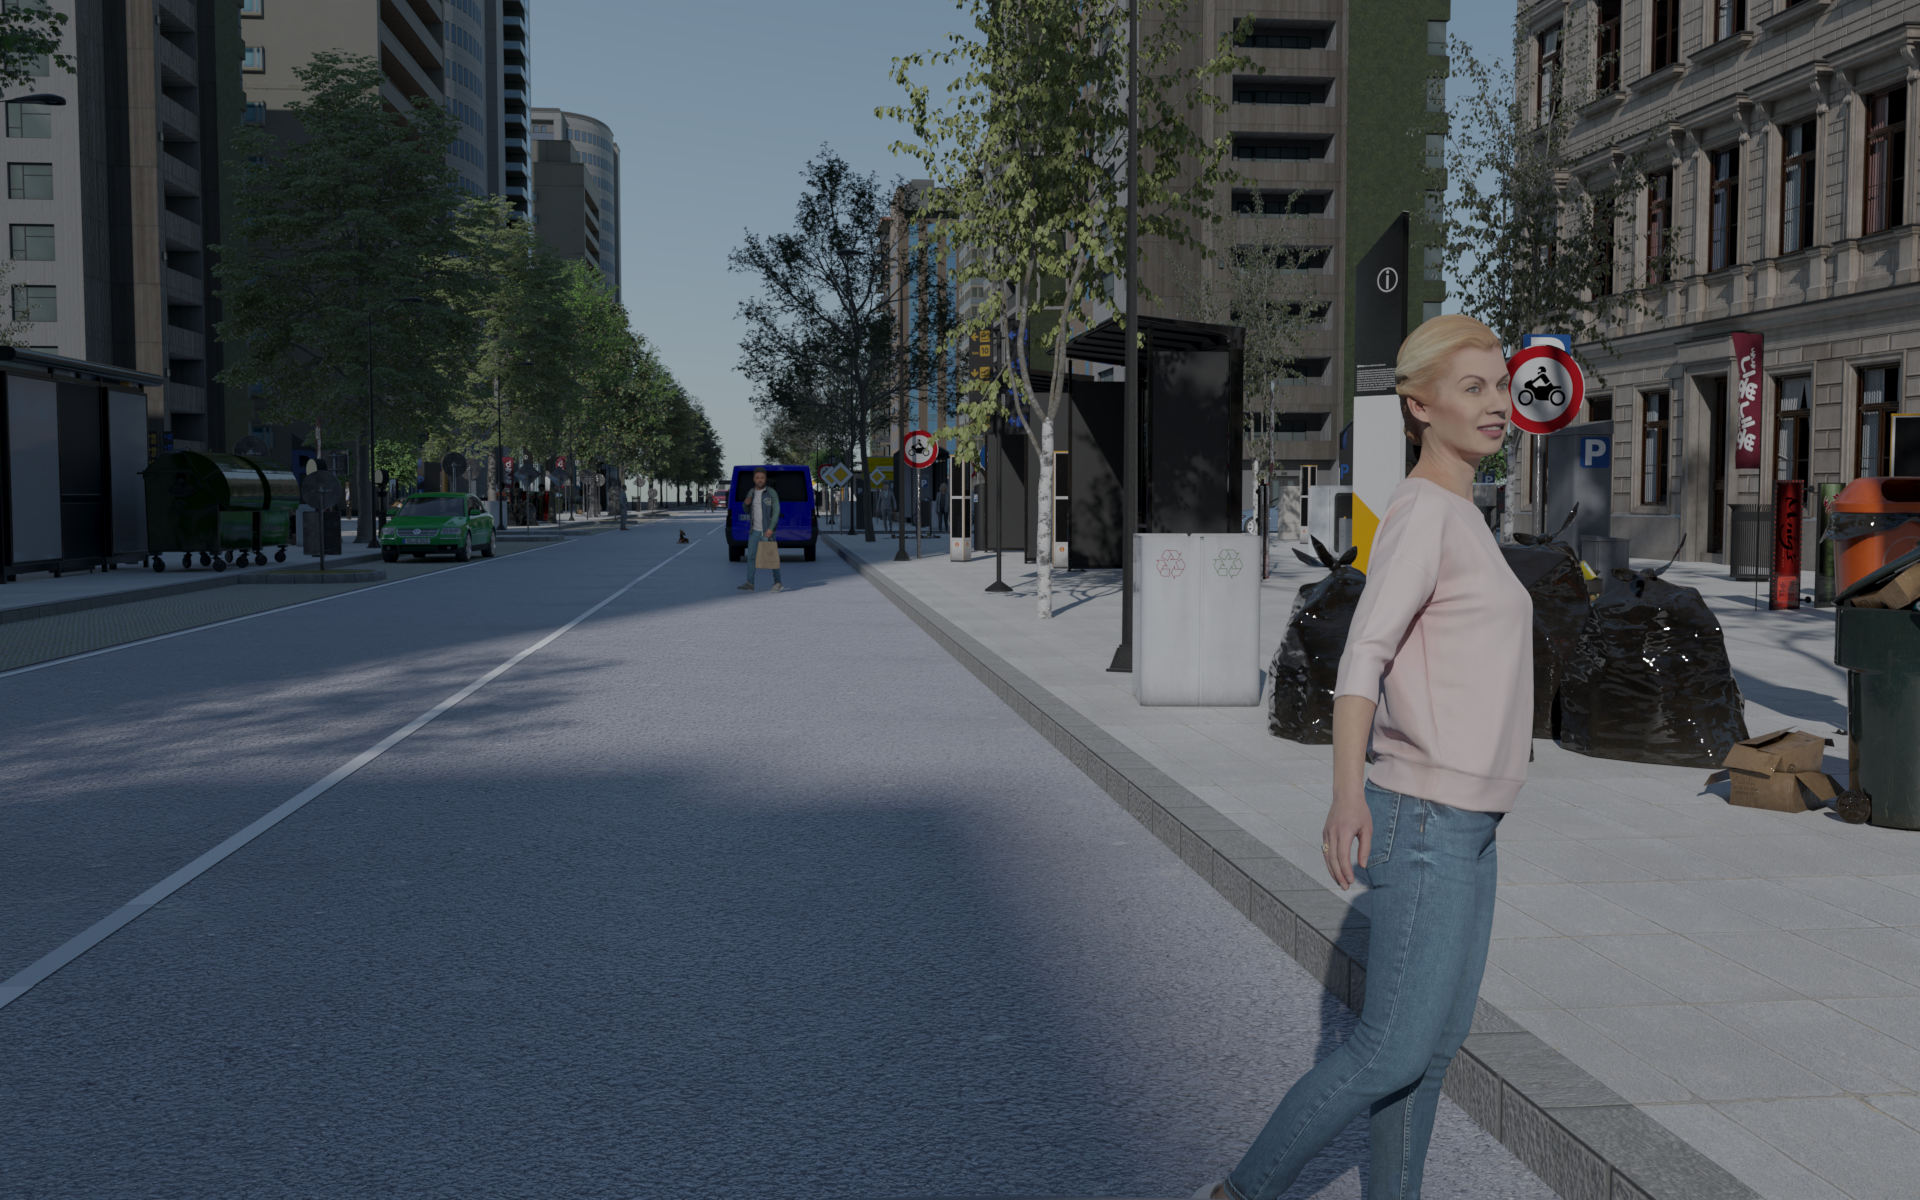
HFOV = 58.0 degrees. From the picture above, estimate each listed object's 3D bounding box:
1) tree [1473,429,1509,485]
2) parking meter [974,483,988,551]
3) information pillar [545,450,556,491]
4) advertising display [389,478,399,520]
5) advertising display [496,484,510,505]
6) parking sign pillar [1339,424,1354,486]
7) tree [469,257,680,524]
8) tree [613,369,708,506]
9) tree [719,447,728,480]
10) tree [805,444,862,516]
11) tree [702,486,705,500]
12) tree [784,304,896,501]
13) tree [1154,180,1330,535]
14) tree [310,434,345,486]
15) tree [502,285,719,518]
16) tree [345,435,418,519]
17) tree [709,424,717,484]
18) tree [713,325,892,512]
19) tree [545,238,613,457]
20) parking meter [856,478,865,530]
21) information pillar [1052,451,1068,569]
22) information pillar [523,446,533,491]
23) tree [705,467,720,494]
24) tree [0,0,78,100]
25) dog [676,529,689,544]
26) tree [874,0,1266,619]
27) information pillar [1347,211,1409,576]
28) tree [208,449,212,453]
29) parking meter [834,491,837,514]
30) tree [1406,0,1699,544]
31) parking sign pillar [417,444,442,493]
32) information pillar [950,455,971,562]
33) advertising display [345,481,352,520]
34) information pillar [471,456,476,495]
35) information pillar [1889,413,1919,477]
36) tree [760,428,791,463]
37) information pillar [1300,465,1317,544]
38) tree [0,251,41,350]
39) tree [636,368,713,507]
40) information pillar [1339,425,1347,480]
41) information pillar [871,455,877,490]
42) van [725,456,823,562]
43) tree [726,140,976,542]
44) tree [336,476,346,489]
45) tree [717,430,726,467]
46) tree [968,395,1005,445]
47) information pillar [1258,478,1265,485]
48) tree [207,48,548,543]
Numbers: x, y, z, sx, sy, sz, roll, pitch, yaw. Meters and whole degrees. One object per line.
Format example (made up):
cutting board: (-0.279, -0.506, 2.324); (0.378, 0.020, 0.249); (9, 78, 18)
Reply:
tree: (22.635, -5.604, 75.336); (4.285, 4.588, 4.351); (0, 3, 0)
parking meter: (0.499, -1.880, 39.157); (0.372, 1.533, 0.369); (0, 3, 0)
information pillar: (-19.567, -5.586, 82.684); (0.504, 3.616, 0.183); (-1, 4, -16)
advertising display: (-23.369, -4.056, 71.531); (0.123, 1.923, 0.974); (-2, 4, -34)
advertising display: (-28.741, -6.335, 108.792); (0.974, 1.923, 0.123); (0, 4, 4)
parking sign pillar: (11.389, -3.710, 49.130); (1.447, 3.967, 1.447); (-2, 4, -31)
tree: (-17.707, -9.154, 75.419); (9.928, 11.665, 9.643); (0, 3, 0)
tree: (-26.155, -14.120, 148.987); (7.486, 12.596, 7.792); (0, 3, 0)
tree: (-33.090, -18.011, 211.490); (9.611, 12.733, 9.660); (0, 3, 0)
tree: (-7.596, -7.353, 103.938); (4.285, 4.588, 4.351); (0, 3, 0)
tree: (-38.138, -18.827, 258.188); (4.360, 8.622, 3.978); (0, 3, 0)
tree: (-4.599, -7.075, 66.047); (4.360, 8.622, 3.978); (0, 3, 0)
tree: (6.642, -5.469, 39.776); (4.360, 8.622, 3.978); (0, 3, 0)
tree: (-34.817, -6.835, 95.460); (4.285, 4.588, 4.351); (0, 3, 0)
tree: (-20.045, -10.823, 93.959); (9.611, 12.733, 9.660); (0, 3, 0)
tree: (-29.292, -6.476, 89.598); (4.285, 4.588, 4.351); (0, 3, 0)
tree: (-31.865, -16.824, 193.192); (7.486, 12.596, 7.792); (0, 3, 0)
tree: (-9.616, -13.004, 122.978); (12.009, 13.543, 11.850); (0, 3, 0)
tree: (-17.526, -9.053, 66.138); (7.486, 12.596, 7.792); (0, 3, 0)
parking meter: (-3.532, -3.474, 62.508); (0.399, 1.863, 0.255); (2, 4, 26)
information pillar: (1.742, -1.546, 29.767); (0.304, 2.012, 0.304); (0, 4, -2)
information pillar: (-20.828, -5.636, 83.509); (0.504, 3.616, 0.183); (1, 4, 14)
tree: (-39.536, -19.625, 271.227); (4.737, 8.622, 4.395); (0, 3, 0)
tree: (-11.006, -5.367, 13.511); (9.928, 11.665, 9.643); (0, 3, 0)
dog: (-8.121, -1.845, 50.366); (0.550, 0.427, 0.748); (1, 4, 13)
tree: (0.971, -4.127, 17.840); (4.737, 8.622, 4.395); (0, 3, 0)
information pillar: (3.549, -1.422, 14.602); (0.183, 3.616, 0.504); (-3, 5, -41)
tree: (-31.650, -4.819, 73.391); (1.663, 3.219, 1.824); (0, 3, 0)
parking meter: (-8.022, -6.231, 110.287); (0.372, 1.533, 0.369); (0, 3, 0)
tree: (8.508, -4.626, 25.996); (4.360, 8.622, 3.978); (0, 3, 0)
parking sign pillar: (-29.237, -6.591, 96.242); (1.447, 3.967, 1.447); (1, 4, 10)
information pillar: (0.015, -1.722, 32.646); (0.304, 2.012, 0.304); (2, 4, 29)
advertising display: (-30.646, -4.991, 86.815); (0.123, 1.923, 0.974); (-2, 4, -30)
information pillar: (-29.837, -7.015, 106.045); (0.183, 3.616, 0.504); (2, 4, 34)
information pillar: (8.691, -0.698, 15.907); (0.304, 2.012, 0.304); (2, 4, 28)
tree: (-23.506, -19.141, 238.702); (9.928, 11.665, 9.643); (0, 3, 0)
information pillar: (8.908, -2.434, 44.290); (0.304, 2.012, 0.304); (-3, 4, -38)
tree: (-24.580, -5.580, 41.591); (4.360, 8.622, 3.978); (0, 3, 0)
tree: (-29.228, -15.799, 168.685); (12.009, 13.543, 11.850); (0, 3, 0)
information pillar: (12.228, -3.885, 54.872); (0.504, 3.616, 0.183); (-2, 4, -27)
information pillar: (-5.192, -6.879, 103.827); (0.504, 3.616, 0.183); (1, 4, 16)
van: (-4.154, -2.088, 38.517); (2.240, 2.365, 5.245); (0, 4, -5)
tree: (-2.751, -6.846, 46.337); (7.601, 10.594, 8.767); (0, 4, 3)
tree: (-33.223, -5.920, 91.390); (1.663, 3.219, 1.824); (0, 3, 0)
tree: (-37.420, -20.327, 250.467); (7.486, 12.596, 7.792); (0, 3, 0)
tree: (2.601, -9.855, 111.485); (4.360, 8.622, 3.978); (0, 3, 0)
information pillar: (13.463, -4.468, 77.540); (0.304, 2.012, 0.304); (-1, 4, -14)
tree: (-15.671, -7.777, 45.280); (7.486, 12.596, 7.792); (0, 3, 0)
